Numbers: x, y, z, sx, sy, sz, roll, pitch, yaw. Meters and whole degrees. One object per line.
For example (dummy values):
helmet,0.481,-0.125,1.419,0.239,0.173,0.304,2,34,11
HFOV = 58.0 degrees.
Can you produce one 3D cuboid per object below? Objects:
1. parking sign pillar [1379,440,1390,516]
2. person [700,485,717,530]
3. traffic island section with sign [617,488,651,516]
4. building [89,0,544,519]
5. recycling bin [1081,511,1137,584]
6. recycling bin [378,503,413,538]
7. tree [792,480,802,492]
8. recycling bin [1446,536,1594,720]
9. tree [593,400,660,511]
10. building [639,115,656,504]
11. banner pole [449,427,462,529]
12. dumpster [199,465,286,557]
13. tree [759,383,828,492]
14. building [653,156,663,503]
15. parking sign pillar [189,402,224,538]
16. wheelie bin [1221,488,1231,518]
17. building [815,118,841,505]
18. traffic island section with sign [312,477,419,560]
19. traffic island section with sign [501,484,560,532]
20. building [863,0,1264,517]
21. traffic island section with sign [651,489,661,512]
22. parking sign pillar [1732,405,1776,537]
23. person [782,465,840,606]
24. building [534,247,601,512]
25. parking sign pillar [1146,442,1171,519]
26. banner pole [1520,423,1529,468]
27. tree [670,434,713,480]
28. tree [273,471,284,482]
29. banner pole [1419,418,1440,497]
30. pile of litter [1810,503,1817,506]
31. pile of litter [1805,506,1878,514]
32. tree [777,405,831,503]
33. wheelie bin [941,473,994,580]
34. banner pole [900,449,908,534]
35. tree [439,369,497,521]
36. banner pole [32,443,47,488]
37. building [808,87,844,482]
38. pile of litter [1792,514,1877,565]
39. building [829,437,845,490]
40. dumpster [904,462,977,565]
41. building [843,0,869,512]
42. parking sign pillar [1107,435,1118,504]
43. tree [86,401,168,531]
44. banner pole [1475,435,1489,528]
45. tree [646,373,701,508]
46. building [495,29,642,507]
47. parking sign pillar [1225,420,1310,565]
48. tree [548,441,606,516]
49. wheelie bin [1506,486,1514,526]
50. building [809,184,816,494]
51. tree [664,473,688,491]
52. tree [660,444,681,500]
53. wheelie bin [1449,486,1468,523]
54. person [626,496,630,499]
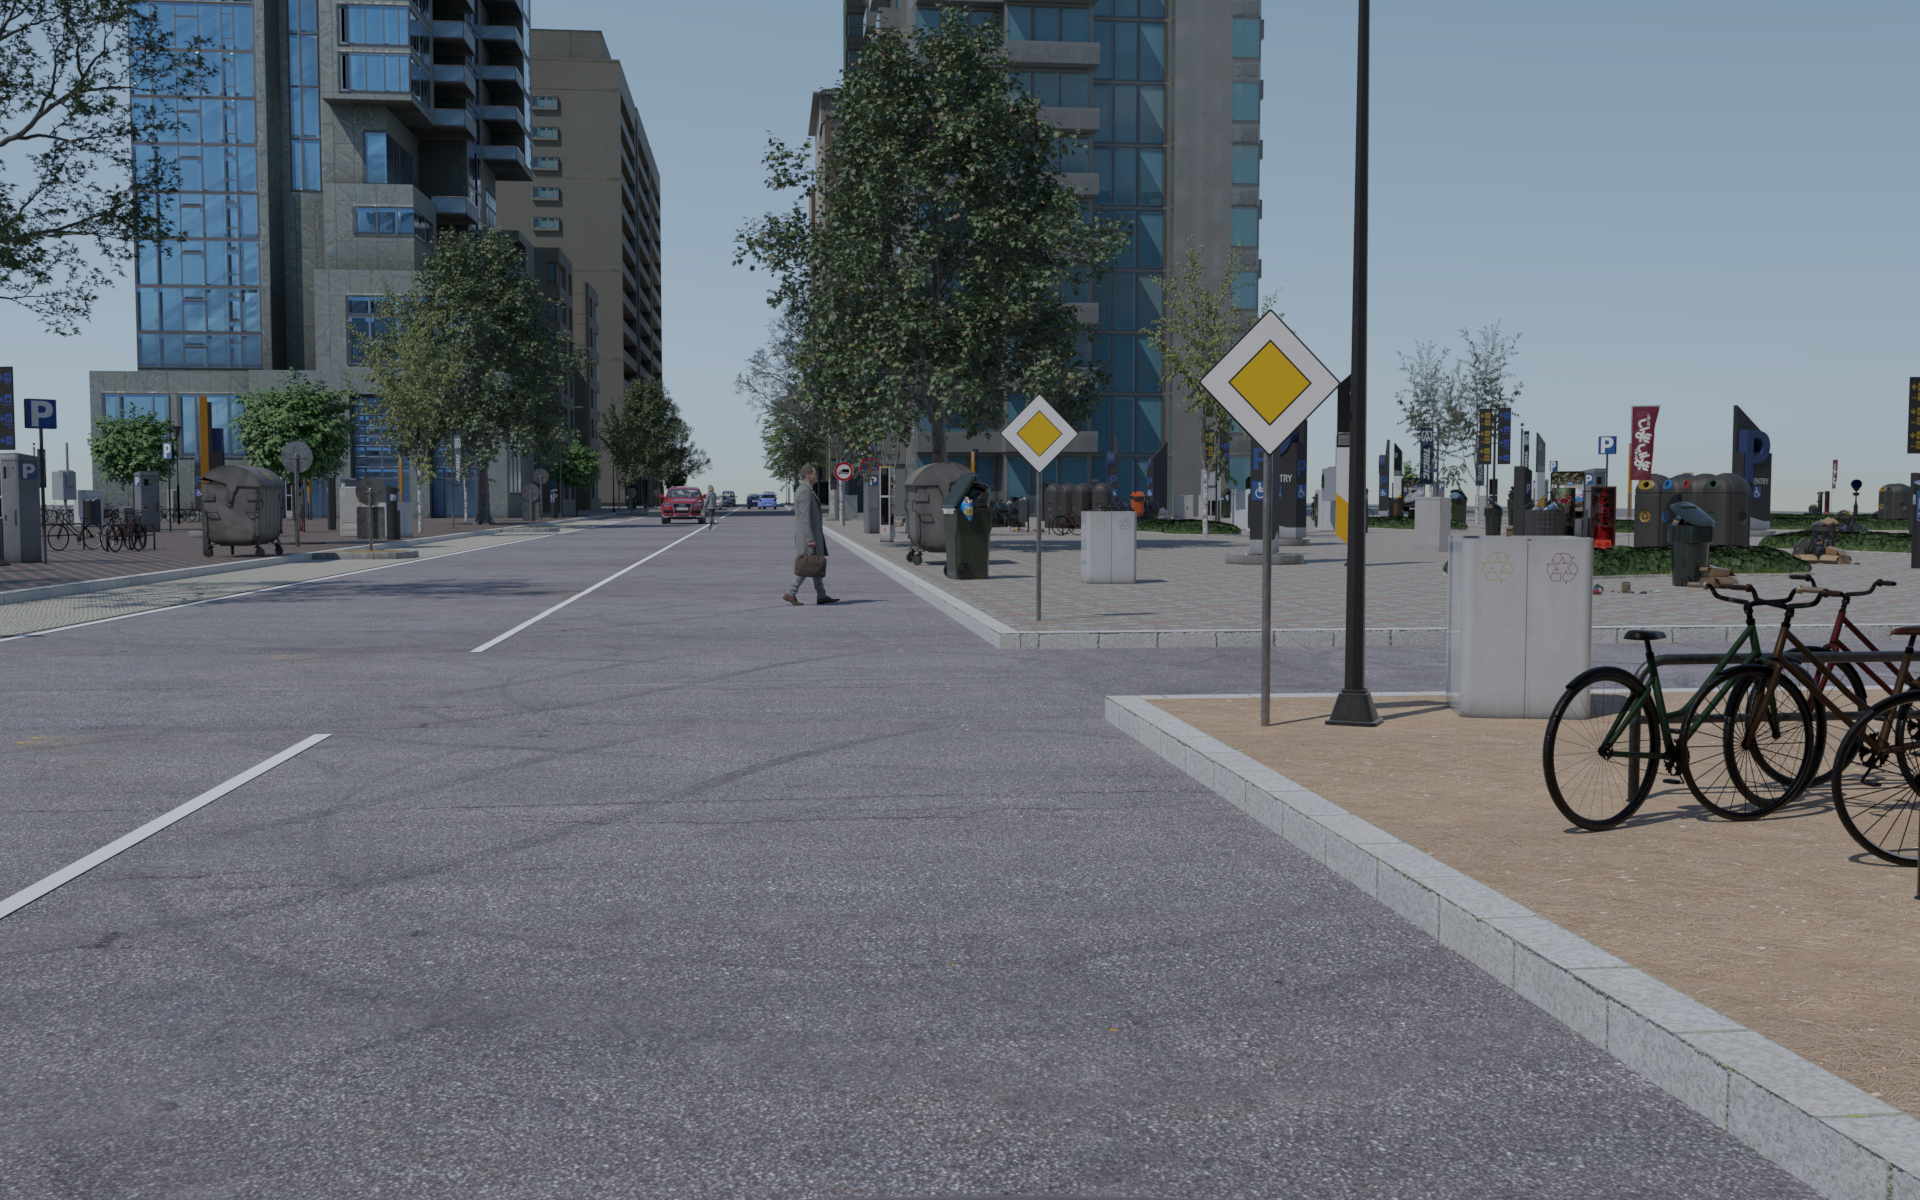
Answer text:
parking sign pillar,20.865,-5.915,85.182,1.447,3.967,1.447,1,4,18
person,-9.973,-3.693,69.065,0.728,1.800,0.709,3,5,44
traffic island section with sign,-21.794,-6.523,115.281,1.989,1.847,2.006,0,4,-6
building,-36.746,-48.346,103.127,22.319,86.520,31.000,0,4,-6
recycling bin,2.147,-0.764,25.038,0.722,1.027,0.722,0,4,-3
recycling bin,-16.685,-2.365,51.228,0.722,1.027,0.722,2,4,32
tree,-18.301,-12.356,196.618,1.663,3.219,1.824,0,3,0
recycling bin,3.279,0.144,10.198,0.722,1.027,0.722,1,4,8
tree,-25.985,-11.172,133.025,4.737,8.622,4.395,0,3,0
building,-48.307,-35.645,206.502,21.300,48.544,21.600,0,4,-6
banner pole,-18.752,-4.550,64.410,0.863,3.779,0.401,3,5,42
dumpster,-14.800,-1.835,35.754,1.264,1.857,1.865,0,4,-6
tree,-16.762,-15.740,175.477,7.486,12.596,7.792,0,3,0
building,-50.777,-37.000,228.648,21.300,48.544,21.600,0,4,-6
parking sign pillar,-22.123,-3.844,51.325,1.447,3.967,1.447,-2,4,-28
wheelie bin,14.282,-5.179,92.577,0.693,1.594,0.980,-1,4,-12
building,-9.071,-33.793,202.632,14.600,45.320,14.200,0,4,-6
traffic island section with sign,-13.177,-1.830,38.556,1.989,1.847,2.006,0,4,-6
traffic island section with sign,-16.183,-3.469,65.344,1.989,1.847,2.006,0,4,-6
building,5.518,-29.899,108.450,23.786,49.044,30.456,0,4,-6
traffic island section with sign,-24.813,-8.161,142.067,1.989,1.847,2.006,0,4,-6
parking sign pillar,24.098,-3.929,52.710,1.447,3.967,1.447,-2,4,-28
person,-1.920,-0.841,22.355,0.767,1.812,0.694,-1,4,-9
building,-43.416,-17.703,134.475,27.650,21.520,28.899,0,4,-6
parking sign pillar,10.075,-6.122,88.560,1.447,3.967,1.447,3,5,41
banner pole,19.706,-4.313,60.527,0.401,3.779,0.863,0,4,-5
tree,-39.129,-19.067,246.160,8.767,10.594,7.601,0,4,-3
tree,-27.802,-4.578,69.449,1.663,3.219,1.824,0,3,0
banner pole,15.507,-4.098,57.025,0.863,3.779,0.401,-1,4,-9
pile of litter,38.914,-3.952,78.578,1.719,0.858,1.176,0,4,6
pile of litter,25.151,-2.150,49.116,1.176,0.858,1.719,-3,4,-38
tree,-10.670,-10.484,121.779,4.737,8.622,4.395,0,3,0
wheelie bin,0.120,-1.119,26.204,0.693,1.594,0.980,-1,4,-20
banner pole,-1.702,-3.990,55.254,0.401,3.779,0.863,0,4,-3
tree,-23.455,-8.040,81.816,4.360,8.622,3.978,0,3,0
banner pole,-44.892,-5.775,84.444,0.401,3.779,0.863,2,4,25
building,-4.793,-38.813,223.823,28.713,52.752,27.495,0,4,-6
pile of litter,15.930,-1.105,32.035,1.176,0.858,1.719,-2,4,-30
building,-7.389,-25.503,188.677,14.160,30.474,14.107,0,4,-6
dumpster,-0.335,-1.592,31.781,1.264,1.857,1.865,0,4,-7
building,-1.809,-27.357,130.878,14.154,41.232,14.086,0,4,-6
parking sign pillar,6.968,-5.540,79.050,1.447,3.967,1.447,0,4,3
tree,-29.225,-4.751,61.385,4.285,4.588,4.351,0,3,0
banner pole,19.506,-4.561,64.586,0.863,3.779,0.401,-2,4,-31
tree,-29.559,-15.145,164.627,9.611,12.733,9.660,0,3,0
building,-46.078,-34.334,185.057,21.300,48.544,21.600,0,4,-6
parking sign pillar,5.615,-2.652,31.827,1.447,3.967,1.447,1,4,16
tree,-22.324,-7.185,101.183,4.285,4.588,4.351,0,3,0
wheelie bin,22.439,-3.776,69.653,0.693,1.594,0.980,-3,4,-38
building,-14.127,-36.347,244.378,14.600,45.320,14.200,0,4,-6
tree,-35.289,-14.105,214.329,4.285,4.588,4.351,0,3,0
tree,-31.603,-14.229,183.004,4.737,8.622,4.395,0,3,0
wheelie bin,19.279,-3.612,66.960,0.693,1.594,0.980,1,4,18
person,-32.706,-9.962,171.244,0.599,1.838,0.709,3,5,44
